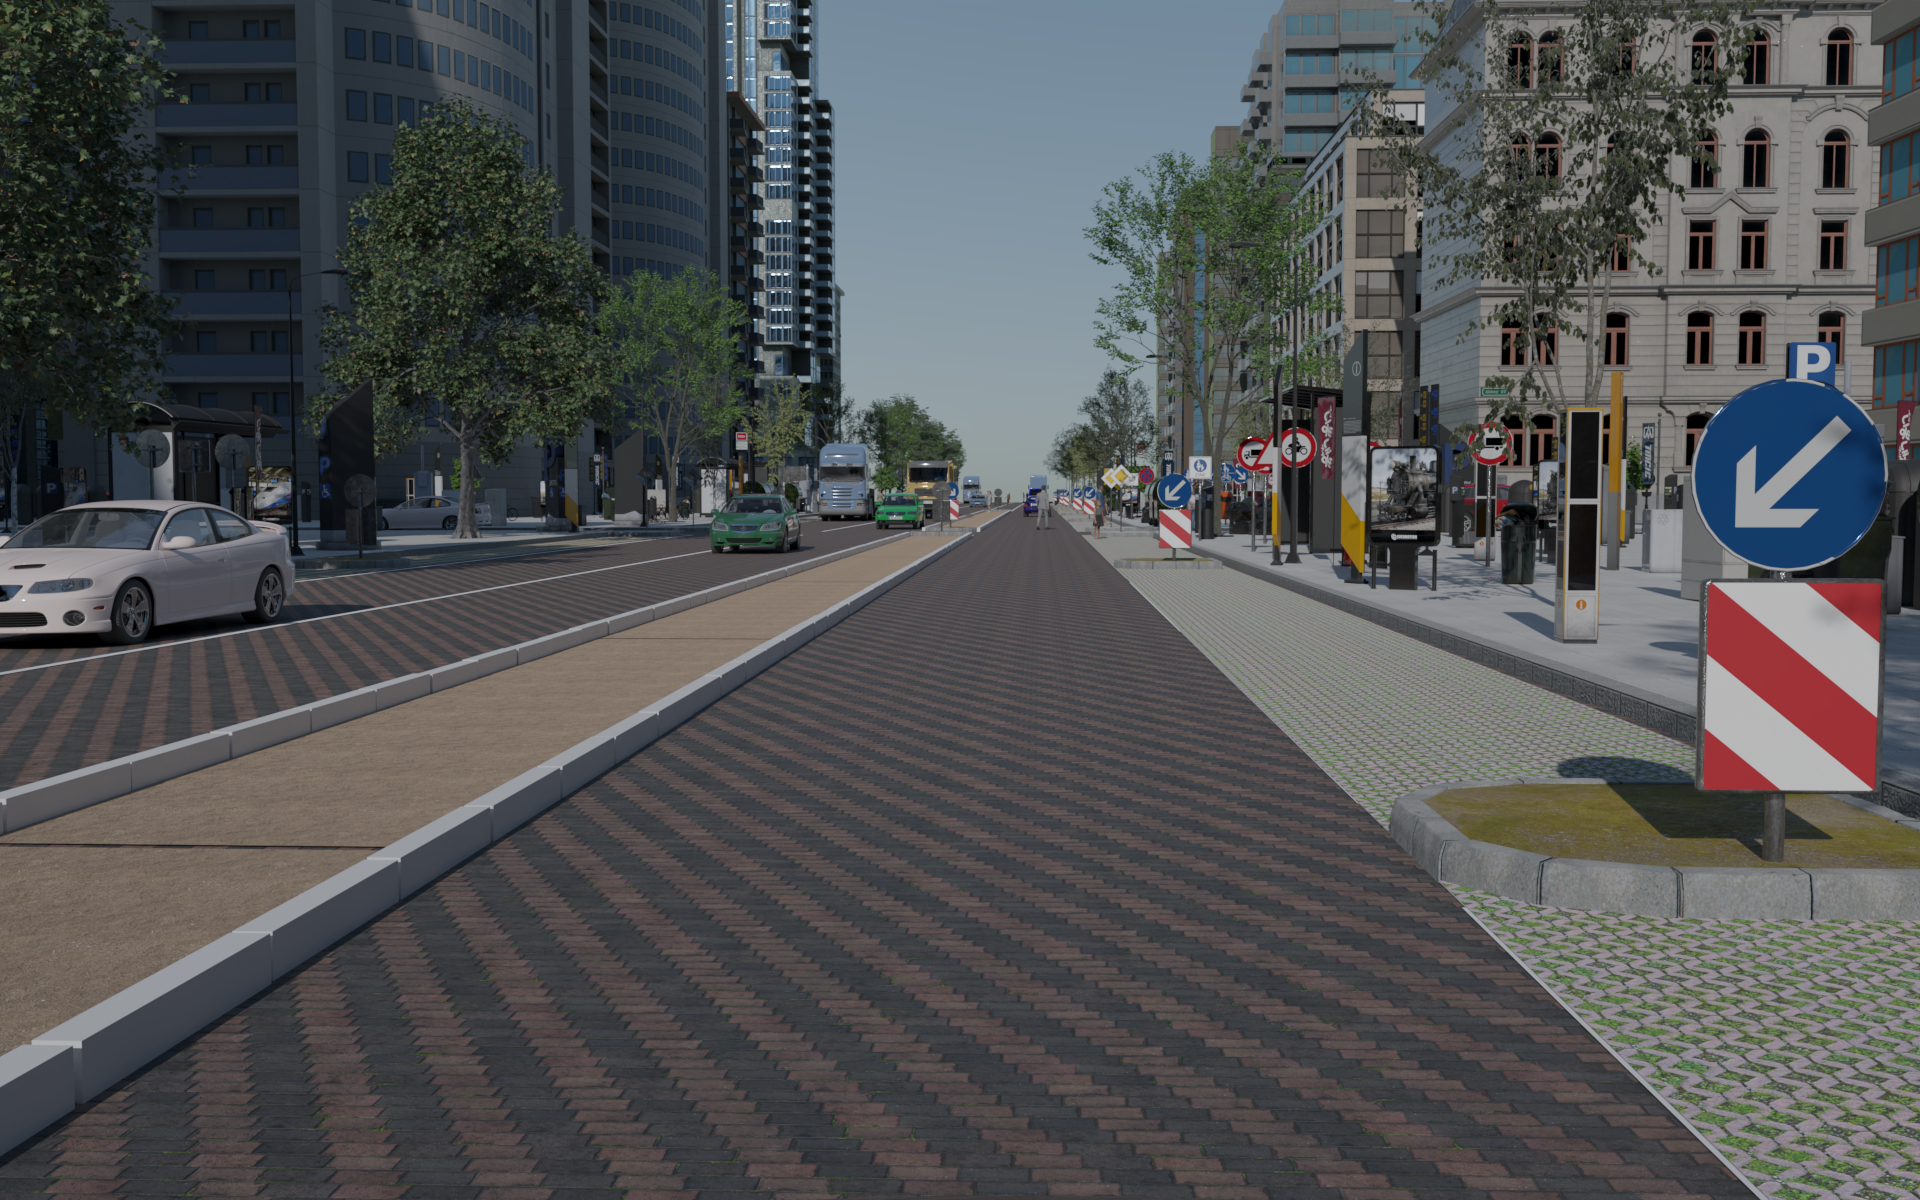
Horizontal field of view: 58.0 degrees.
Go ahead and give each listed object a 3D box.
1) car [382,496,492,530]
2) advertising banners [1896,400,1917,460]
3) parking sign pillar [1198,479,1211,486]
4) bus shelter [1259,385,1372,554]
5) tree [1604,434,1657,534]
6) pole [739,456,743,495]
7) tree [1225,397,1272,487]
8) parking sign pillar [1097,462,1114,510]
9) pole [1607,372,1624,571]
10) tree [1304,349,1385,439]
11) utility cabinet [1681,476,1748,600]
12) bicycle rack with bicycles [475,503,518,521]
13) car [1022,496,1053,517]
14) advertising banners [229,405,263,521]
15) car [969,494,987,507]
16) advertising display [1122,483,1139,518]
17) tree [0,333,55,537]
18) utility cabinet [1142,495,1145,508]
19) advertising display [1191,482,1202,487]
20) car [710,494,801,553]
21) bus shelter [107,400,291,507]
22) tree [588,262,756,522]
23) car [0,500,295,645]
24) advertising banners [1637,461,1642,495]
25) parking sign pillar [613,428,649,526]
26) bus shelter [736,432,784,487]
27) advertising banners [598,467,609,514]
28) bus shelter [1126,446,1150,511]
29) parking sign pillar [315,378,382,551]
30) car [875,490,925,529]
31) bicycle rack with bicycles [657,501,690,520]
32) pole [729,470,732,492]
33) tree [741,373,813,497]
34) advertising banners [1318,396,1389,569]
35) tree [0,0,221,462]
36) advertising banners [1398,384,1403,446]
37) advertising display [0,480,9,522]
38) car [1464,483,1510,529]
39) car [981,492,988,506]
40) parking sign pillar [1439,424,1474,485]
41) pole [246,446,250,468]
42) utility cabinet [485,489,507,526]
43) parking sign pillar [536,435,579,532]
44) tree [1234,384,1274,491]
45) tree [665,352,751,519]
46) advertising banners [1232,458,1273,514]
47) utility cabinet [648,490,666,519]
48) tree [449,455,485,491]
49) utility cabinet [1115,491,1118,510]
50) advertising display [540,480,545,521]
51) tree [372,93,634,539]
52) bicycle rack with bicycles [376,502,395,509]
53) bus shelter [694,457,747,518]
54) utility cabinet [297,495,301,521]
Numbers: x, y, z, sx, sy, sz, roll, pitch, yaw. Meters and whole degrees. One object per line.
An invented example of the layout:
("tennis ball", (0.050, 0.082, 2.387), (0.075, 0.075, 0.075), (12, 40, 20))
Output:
("car", (-20.020, -3.214, 64.904), (4.827, 1.381, 2.083), (0, 4, 4))
("advertising banners", (17.022, -2.199, 32.138), (2.074, 3.025, 0.090), (-2, 4, -26))
("parking sign pillar", (15.439, -7.279, 107.484), (1.447, 3.967, 1.447), (0, 4, -6))
("bus shelter", (8.183, -2.994, 40.242), (1.731, 3.624, 6.357), (0, 4, 3))
("tree", (21.742, -3.748, 55.887), (1.663, 3.219, 1.824), (0, 3, 0))
("pole", (-11.659, -6.014, 92.167), (0.158, 3.312, 0.155), (0, 3, 0))
("tree", (21.887, -11.043, 130.919), (4.737, 8.622, 4.395), (0, 3, 0))
("parking sign pillar", (11.706, -9.227, 139.330), (1.447, 3.967, 1.447), (0, 4, 7))
("pole", (10.984, -2.152, 29.033), (0.158, 3.312, 0.155), (0, 3, 0))
("tree", (19.099, -8.365, 87.128), (4.737, 8.622, 4.395), (0, 3, 0))
("utility cabinet", (8.935, -0.722, 20.483), (0.318, 1.500, 1.173), (0, 4, 1))
("bicycle rack with bicycles", (-22.490, -4.216, 82.314), (2.925, 0.926, 2.852), (-2, 4, -25))
("car", (4.928, -5.970, 110.185), (1.945, 1.354, 3.894), (0, 4, 4))
("advertising banners", (-13.769, -2.282, 33.493), (0.090, 3.025, 2.074), (0, 4, -5))
("car", (1.973, -10.808, 188.705), (2.014, 1.417, 4.499), (0, 4, 3))
("advertising display", (9.089, -5.357, 92.797), (0.974, 1.923, 0.123), (1, 4, 21))
("tree", (-26.641, -5.991, 48.323), (4.360, 8.622, 3.978), (0, 3, 0))
("utility cabinet", (9.221, -4.391, 82.955), (1.020, 1.237, 0.306), (3, 4, 39))
("advertising display", (12.600, -5.406, 93.598), (0.974, 1.923, 0.123), (-1, 4, -10))
("car", (-5.069, -1.927, 43.300), (2.131, 1.459, 4.920), (0, 4, 1))
("bus shelter", (-17.683, -2.829, 40.185), (2.014, 3.302, 5.546), (0, 4, 3))
("tree", (-13.125, -9.348, 78.596), (9.928, 11.665, 9.643), (0, 3, 0))
("car", (-8.658, -0.344, 17.989), (2.083, 1.381, 4.827), (0, 4, 4))
("advertising banners", (30.180, -5.009, 78.091), (2.074, 3.025, 0.090), (-2, 4, -26))
("parking sign pillar", (-13.411, -5.022, 70.585), (1.447, 3.967, 1.447), (1, 4, 18))
("bus shelter", (-13.299, -8.393, 114.851), (2.179, 5.291, 8.768), (0, 4, 3))
("advertising banners", (-23.286, -7.158, 113.217), (0.090, 3.025, 2.074), (-2, 4, -29))
("bus shelter", (13.243, -9.475, 132.556), (2.179, 5.291, 8.768), (0, 4, 3))
("parking sign pillar", (-14.114, -3.143, 39.858), (1.447, 3.967, 1.447), (2, 4, 27))
("car", (-2.443, -3.839, 71.557), (1.959, 1.807, 4.718), (0, 4, 3))
("bicycle rack with bicycles", (-14.731, -4.435, 85.902), (2.925, 0.926, 2.852), (-3, 4, -38))
("pole", (-17.461, -8.450, 131.995), (0.158, 3.312, 0.155), (0, 3, 0))
("tree", (-10.909, -9.446, 104.798), (4.737, 8.622, 4.395), (0, 3, 0))
("advertising banners", (6.905, -2.094, 30.433), (0.090, 3.025, 2.074), (-2, 4, -25))
("tree", (-15.112, -6.559, 24.250), (9.611, 12.733, 9.660), (0, 3, 0))
("advertising banners", (6.925, -1.890, 27.083), (0.090, 3.025, 2.074), (1, 4, 12))
("advertising display", (-44.498, -4.588, 80.227), (0.974, 1.923, 0.123), (1, 4, 16))
("car", (19.251, -3.251, 61.832), (5.304, 1.827, 2.281), (0, 4, 3))
("car", (2.486, -11.762, 202.532), (2.015, 1.641, 3.980), (0, 4, 2))
("parking sign pillar", (18.969, -4.757, 66.256), (1.447, 3.967, 1.447), (-1, 4, -10))
("pole", (-29.969, -4.839, 72.964), (0.158, 3.312, 0.155), (0, 3, 0))
("utility cabinet", (-18.595, -3.711, 69.349), (0.318, 1.500, 1.173), (-3, 5, -44))
("parking sign pillar", (-13.822, -4.338, 59.398), (1.447, 3.967, 1.447), (-2, 4, -33))
("tree", (19.804, -9.860, 111.577), (4.360, 8.622, 3.978), (0, 3, 0))
("tree", (-12.887, -8.481, 89.019), (4.360, 8.622, 3.978), (0, 3, 0))
("advertising banners", (14.288, -5.399, 84.460), (2.074, 3.025, 0.090), (2, 4, 24))
("utility cabinet", (-15.673, -4.887, 88.589), (1.173, 1.500, 0.318), (-1, 4, -17))
("tree", (-22.606, -5.126, 78.416), (1.663, 3.219, 1.824), (0, 3, 0))
("utility cabinet", (12.789, -8.101, 141.127), (0.318, 1.500, 1.173), (-1, 4, -15))
("advertising display", (-19.151, -4.635, 80.999), (0.974, 1.923, 0.123), (0, 4, 4))
("tree", (-14.177, -8.128, 49.896), (9.611, 12.733, 9.660), (0, 3, 0))
("bicycle rack with bicycles", (-27.634, -4.088, 80.221), (2.925, 0.926, 2.852), (0, 4, -1))
("bus shelter", (-13.307, -6.279, 96.592), (2.014, 3.302, 5.546), (0, 4, 3))
("utility cabinet", (-31.895, -4.405, 83.177), (0.306, 1.237, 1.020), (-2, 4, -31))
